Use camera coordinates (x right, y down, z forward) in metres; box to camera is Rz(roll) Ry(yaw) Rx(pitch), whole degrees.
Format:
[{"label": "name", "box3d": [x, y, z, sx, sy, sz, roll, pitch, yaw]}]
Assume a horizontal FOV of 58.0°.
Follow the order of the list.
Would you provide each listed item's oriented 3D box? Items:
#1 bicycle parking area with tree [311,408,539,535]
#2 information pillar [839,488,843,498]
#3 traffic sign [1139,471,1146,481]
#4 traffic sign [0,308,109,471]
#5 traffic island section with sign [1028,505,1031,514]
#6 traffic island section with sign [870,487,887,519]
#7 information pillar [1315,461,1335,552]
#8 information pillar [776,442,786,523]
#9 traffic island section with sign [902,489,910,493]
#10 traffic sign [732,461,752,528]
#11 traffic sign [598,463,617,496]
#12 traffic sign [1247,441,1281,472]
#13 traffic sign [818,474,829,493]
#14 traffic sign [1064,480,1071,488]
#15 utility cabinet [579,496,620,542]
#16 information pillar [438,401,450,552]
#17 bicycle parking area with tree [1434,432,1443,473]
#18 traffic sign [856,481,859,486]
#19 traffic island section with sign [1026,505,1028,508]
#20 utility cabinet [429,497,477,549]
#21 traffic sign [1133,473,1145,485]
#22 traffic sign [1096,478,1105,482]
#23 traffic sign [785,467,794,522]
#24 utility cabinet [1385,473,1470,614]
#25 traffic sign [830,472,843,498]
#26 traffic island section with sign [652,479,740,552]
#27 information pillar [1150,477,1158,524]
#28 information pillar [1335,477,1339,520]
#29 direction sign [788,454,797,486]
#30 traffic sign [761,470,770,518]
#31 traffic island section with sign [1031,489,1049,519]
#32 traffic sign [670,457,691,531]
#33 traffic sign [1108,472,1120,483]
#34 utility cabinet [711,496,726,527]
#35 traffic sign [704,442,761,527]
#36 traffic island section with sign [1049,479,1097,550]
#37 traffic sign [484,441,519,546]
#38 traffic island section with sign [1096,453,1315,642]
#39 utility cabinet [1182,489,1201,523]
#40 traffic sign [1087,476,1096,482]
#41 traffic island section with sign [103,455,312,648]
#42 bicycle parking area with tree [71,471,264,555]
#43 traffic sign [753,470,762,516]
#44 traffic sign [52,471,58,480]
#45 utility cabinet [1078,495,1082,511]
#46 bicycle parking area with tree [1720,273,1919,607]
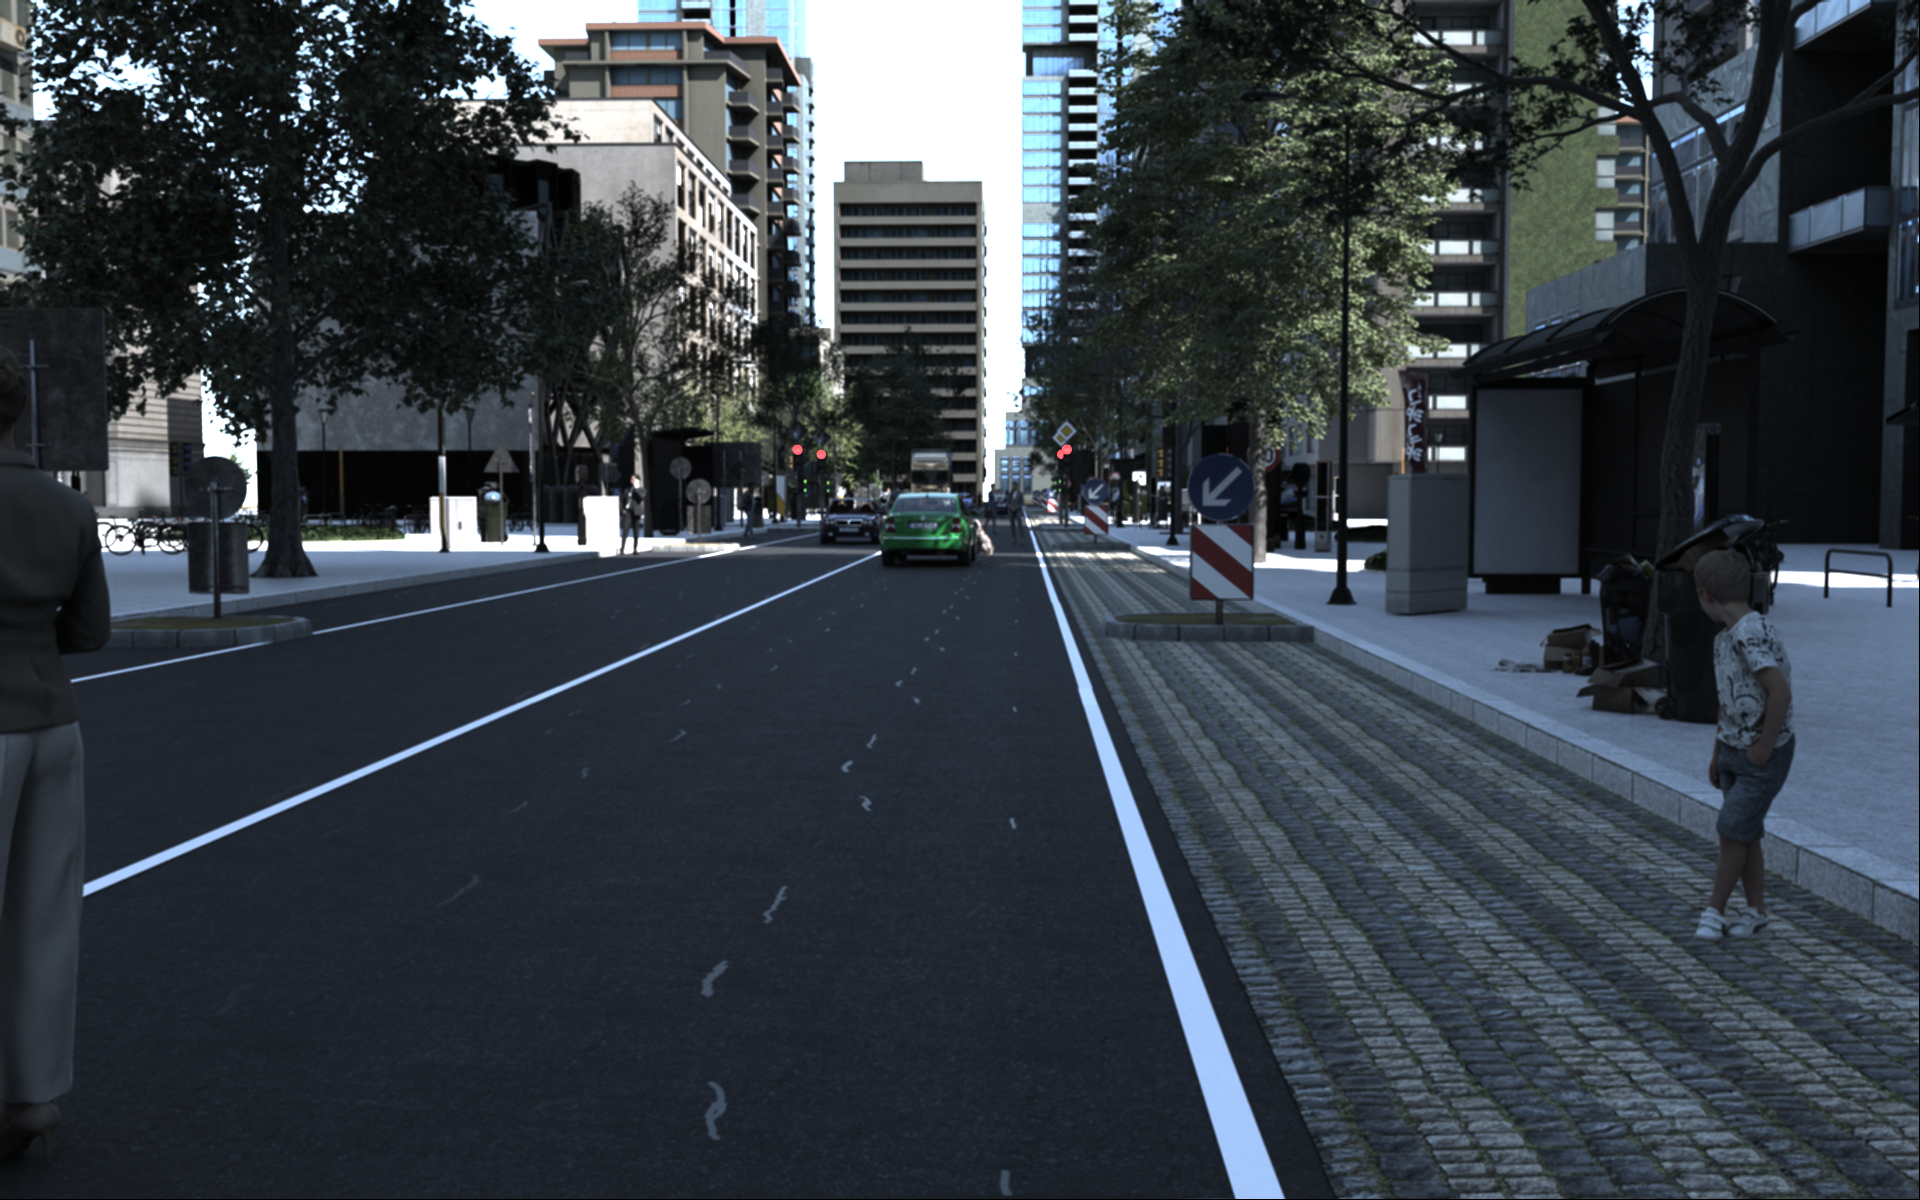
[{"label": "bicycle parking area with tree", "box3d": [-18.996, -4.348, 58.100, 8.231, 4.147, 9.016, 1, 4, 21]}, {"label": "information pillar", "box3d": [-8.943, -8.591, 131.814, 0.504, 3.616, 0.183, -2, 4, -25]}, {"label": "traffic sign", "box3d": [10.132, -5.974, 97.777, 0.768, 2.556, 0.104, 1, 4, 10]}, {"label": "traffic sign", "box3d": [-10.483, -1.542, 19.082, 2.265, 3.308, 0.079, 0, 4, 5]}, {"label": "traffic island section with sign", "box3d": [6.122, -7.197, 126.304, 1.989, 1.847, 2.006, 0, 4, 2]}, {"label": "traffic island section with sign", "box3d": [-4.809, -5.553, 99.423, 1.989, 1.847, 2.006, 0, 4, 2]}, {"label": "information pillar", "box3d": [8.065, -2.074, 38.410, 0.304, 2.012, 0.304, 2, 4, 27]}, {"label": "information pillar", "box3d": [-8.037, -5.277, 77.641, 0.183, 3.616, 0.504, 3, 4, 36]}, {"label": "traffic island section with sign", "box3d": [-3.888, -7.223, 126.719, 1.989, 1.847, 2.006, 0, 4, 2]}, {"label": "traffic sign", "box3d": [-8.300, -4.025, 65.907, 0.768, 2.556, 0.104, 0, 4, 7]}, {"label": "traffic sign", "box3d": [-11.506, -3.328, 56.541, 0.606, 2.300, 0.079, 0, 4, 8]}, {"label": "traffic sign", "box3d": [6.972, -2.430, 39.832, 0.768, 2.556, 0.104, 0, 4, 4]}, {"label": "traffic sign", "box3d": [-8.681, -6.734, 110.211, 0.768, 2.556, 0.104, 1, 4, 9]}, {"label": "traffic sign", "box3d": [9.195, -9.072, 148.436, 0.768, 2.556, 0.104, 0, 4, 4]}, {"label": "utility cabinet", "box3d": [-9.659, -2.155, 46.388, 1.020, 1.237, 0.306, -1, 4, -22]}, {"label": "information pillar", "box3d": [-11.368, -2.855, 38.033, 0.183, 3.616, 0.504, -1, 4, -9]}, {"label": "bicycle parking area with tree", "box3d": [24.808, -5.701, 80.210, 8.231, 4.147, 9.016, 1, 4, 21]}, {"label": "traffic sign", "box3d": [-8.423, -8.527, 139.527, 0.768, 2.556, 0.104, 1, 4, 10]}, {"label": "traffic island section with sign", "box3d": [7.821, -10.280, 176.709, 1.989, 1.847, 2.006, 0, 4, 2]}, {"label": "utility cabinet", "box3d": [-11.809, -1.787, 40.371, 1.020, 1.237, 0.306, 0, 4, -2]}, {"label": "traffic sign", "box3d": [8.333, -4.804, 80.682, 0.606, 2.300, 0.079, 1, 4, 10]}, {"label": "traffic sign", "box3d": [10.224, -7.769, 127.132, 0.768, 2.556, 0.104, 0, 4, 6]}, {"label": "traffic sign", "box3d": [-8.034, -4.889, 80.034, 0.768, 2.556, 0.104, 0, 4, 7]}, {"label": "utility cabinet", "box3d": [5.041, -0.612, 18.691, 1.173, 1.500, 0.318, -3, 5, -44]}, {"label": "traffic sign", "box3d": [-7.118, -6.096, 99.779, 0.768, 2.556, 0.104, 0, 4, 6]}, {"label": "traffic island section with sign", "box3d": [-6.668, -2.166, 44.048, 1.989, 1.847, 2.006, 0, 4, 2]}, {"label": "information pillar", "box3d": [8.201, -4.210, 73.322, 0.304, 2.012, 0.304, 1, 4, 12]}, {"label": "information pillar", "box3d": [16.126, -4.258, 74.108, 0.304, 2.012, 0.304, 0, 4, -3]}, {"label": "direction sign", "box3d": [-9.436, -6.514, 98.509, 0.379, 3.537, 0.876, 3, 5, 40]}, {"label": "traffic sign", "box3d": [-10.570, -5.660, 92.651, 0.768, 2.556, 0.104, 0, 4, 5]}, {"label": "traffic island section with sign", "box3d": [5.202, -5.529, 99.022, 1.989, 1.847, 2.006, 0, 4, 2]}, {"label": "traffic sign", "box3d": [-9.630, -3.643, 59.675, 0.768, 2.556, 0.104, 1, 4, 8]}, {"label": "traffic sign", "box3d": [8.793, -6.004, 98.266, 0.768, 2.556, 0.104, 0, 4, 3]}, {"label": "utility cabinet", "box3d": [-9.641, -3.441, 67.421, 1.020, 1.237, 0.306, 0, 4, -2]}, {"label": "traffic sign", "box3d": [-8.901, -4.520, 67.782, 2.265, 3.308, 0.079, 0, 4, 3]}, {"label": "traffic island section with sign", "box3d": [3.383, -2.220, 44.931, 1.989, 1.847, 2.006, 0, 4, 2]}, {"label": "traffic sign", "box3d": [-11.220, -2.592, 42.376, 0.884, 2.594, 0.081, 0, 4, 4]}, {"label": "traffic island section with sign", "box3d": [2.462, -0.551, 17.639, 1.989, 1.847, 2.006, 0, 4, 2]}, {"label": "utility cabinet", "box3d": [10.022, -4.093, 75.598, 0.318, 1.500, 1.173, -2, 4, -26]}, {"label": "traffic sign", "box3d": [9.145, -7.390, 120.925, 0.768, 2.556, 0.104, 0, 4, 6]}, {"label": "traffic island section with sign", "box3d": [-7.583, -0.519, 17.108, 1.989, 1.847, 2.006, 0, 4, 2]}, {"label": "bicycle parking area with tree", "box3d": [-20.122, -3.184, 39.056, 9.016, 4.147, 8.231, -1, 4, -13]}, {"label": "traffic sign", "box3d": [-9.071, -4.647, 76.091, 0.768, 2.556, 0.104, 0, 4, 8]}, {"label": "traffic sign", "box3d": [-10.677, -1.122, 20.467, 0.606, 2.300, 0.079, 1, 4, 11]}, {"label": "utility cabinet", "box3d": [8.824, -6.947, 124.746, 0.306, 1.237, 1.020, 2, 4, 27]}, {"label": "bicycle parking area with tree", "box3d": [12.478, -2.156, 22.250, 8.231, 4.147, 9.016, 1, 4, 18]}]
